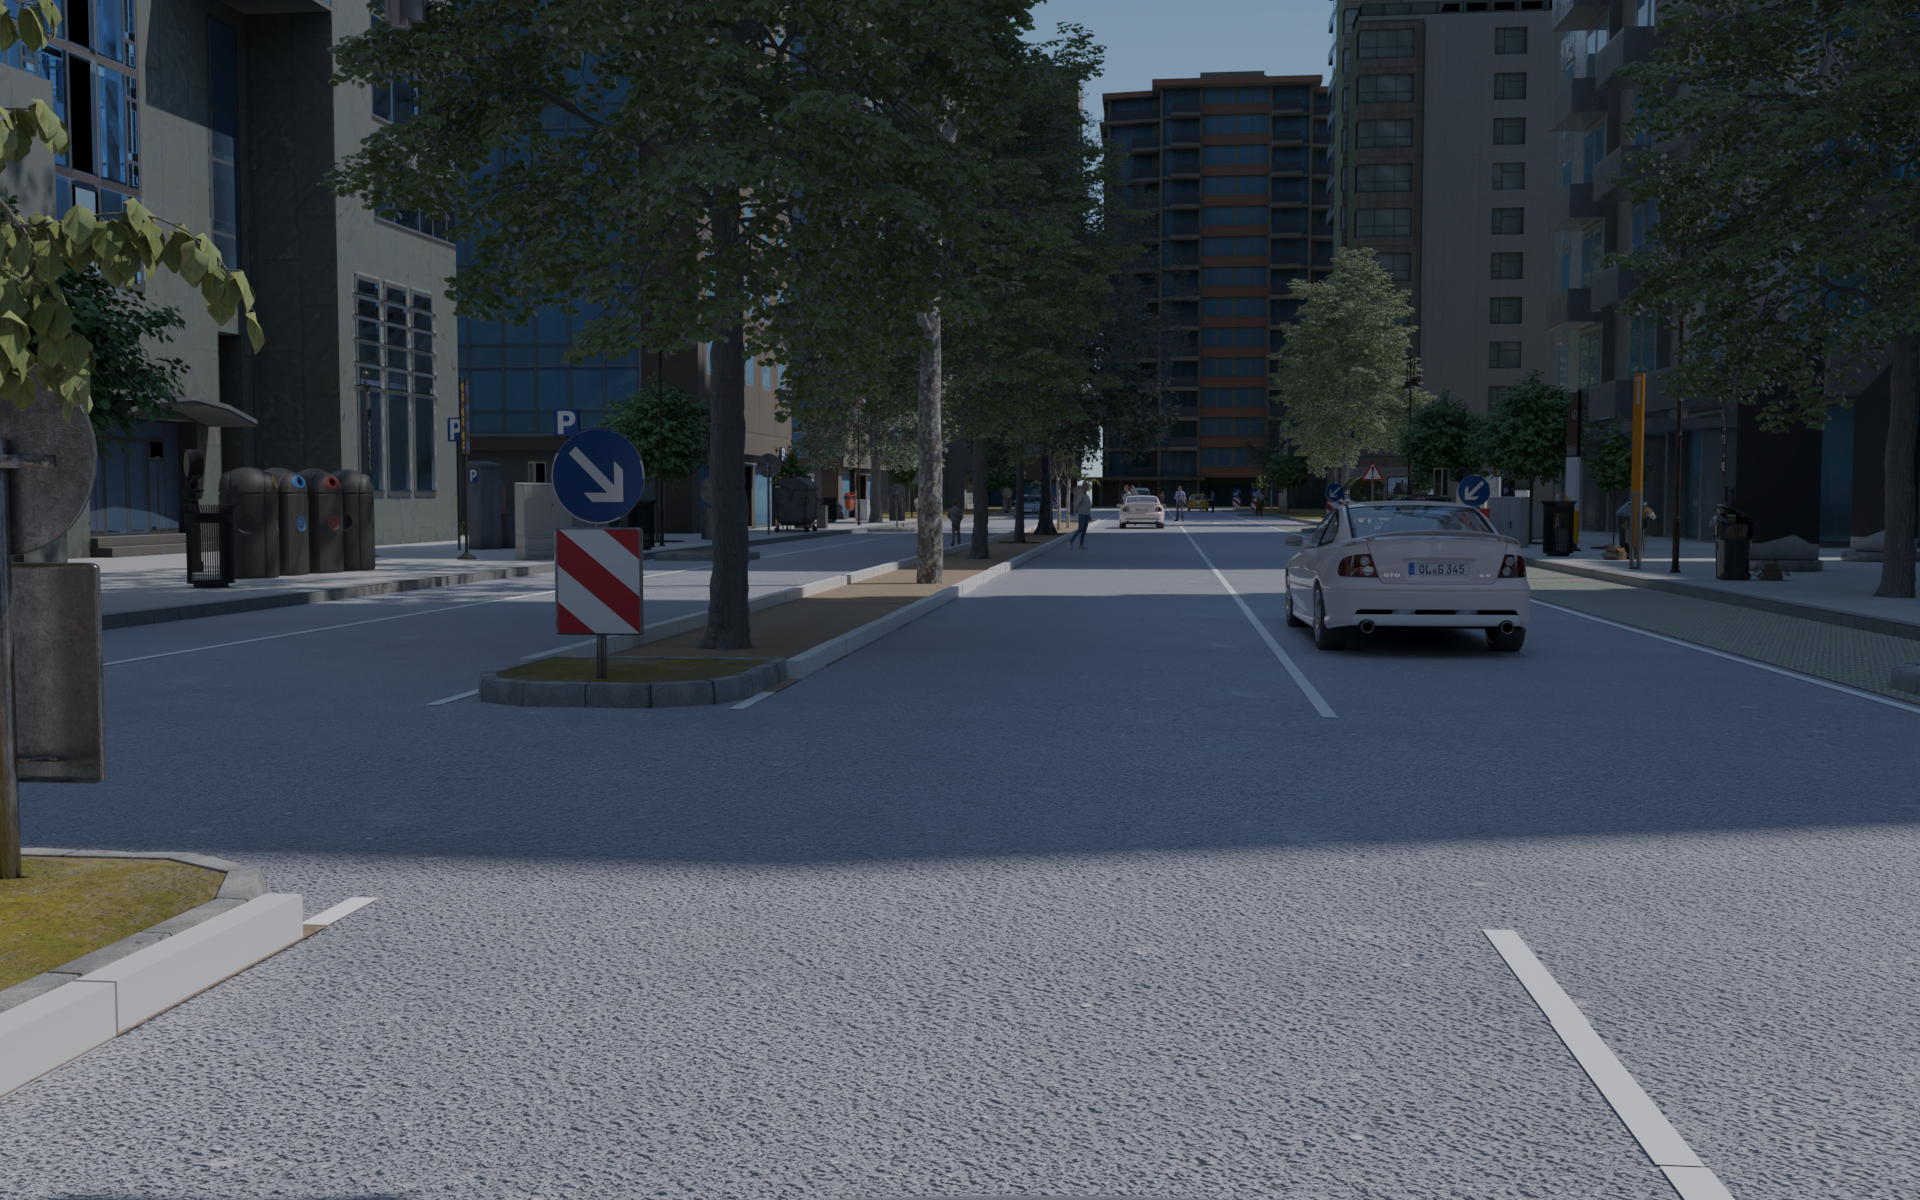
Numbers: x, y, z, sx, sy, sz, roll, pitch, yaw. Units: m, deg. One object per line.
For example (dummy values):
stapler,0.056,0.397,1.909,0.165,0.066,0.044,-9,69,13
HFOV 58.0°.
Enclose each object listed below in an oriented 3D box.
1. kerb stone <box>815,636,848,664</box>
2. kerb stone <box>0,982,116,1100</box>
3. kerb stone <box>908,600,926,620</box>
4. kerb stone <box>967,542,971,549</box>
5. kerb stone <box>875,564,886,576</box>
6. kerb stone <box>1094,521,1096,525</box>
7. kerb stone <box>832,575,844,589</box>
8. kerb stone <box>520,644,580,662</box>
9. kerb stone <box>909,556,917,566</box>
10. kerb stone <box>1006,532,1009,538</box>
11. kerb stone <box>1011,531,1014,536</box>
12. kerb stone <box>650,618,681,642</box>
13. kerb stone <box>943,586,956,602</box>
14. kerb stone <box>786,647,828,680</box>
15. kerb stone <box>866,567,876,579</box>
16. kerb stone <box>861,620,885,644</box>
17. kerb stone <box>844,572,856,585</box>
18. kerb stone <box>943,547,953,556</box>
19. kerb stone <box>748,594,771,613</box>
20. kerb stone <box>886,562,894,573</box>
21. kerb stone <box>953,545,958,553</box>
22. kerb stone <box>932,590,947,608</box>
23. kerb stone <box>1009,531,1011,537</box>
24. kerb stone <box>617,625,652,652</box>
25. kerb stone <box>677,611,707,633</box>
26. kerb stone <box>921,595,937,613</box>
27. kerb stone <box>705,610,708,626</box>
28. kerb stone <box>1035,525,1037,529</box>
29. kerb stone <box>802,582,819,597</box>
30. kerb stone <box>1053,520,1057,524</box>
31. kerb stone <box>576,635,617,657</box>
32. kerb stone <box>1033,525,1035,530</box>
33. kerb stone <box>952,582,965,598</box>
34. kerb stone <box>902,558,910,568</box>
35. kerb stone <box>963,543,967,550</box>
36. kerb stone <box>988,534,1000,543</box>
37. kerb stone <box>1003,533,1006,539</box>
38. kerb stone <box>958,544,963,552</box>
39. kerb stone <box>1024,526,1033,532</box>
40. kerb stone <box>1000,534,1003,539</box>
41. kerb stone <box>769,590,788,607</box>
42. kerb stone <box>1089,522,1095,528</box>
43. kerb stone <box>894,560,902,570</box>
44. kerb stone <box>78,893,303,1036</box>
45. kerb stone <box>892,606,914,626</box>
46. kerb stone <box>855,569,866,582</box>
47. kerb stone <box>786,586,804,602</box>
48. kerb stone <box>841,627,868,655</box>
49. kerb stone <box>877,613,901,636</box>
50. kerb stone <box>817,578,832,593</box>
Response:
kerb stone,-1.128,0.449,14.849,0.120,0.150,1.000,0,4,6
kerb stone,-2.333,1.109,4.058,0.120,0.150,1.000,0,4,6
kerb stone,-0.541,0.138,19.947,0.120,0.150,1.000,0,4,6
kerb stone,0.114,-1.371,44.604,0.120,0.150,1.000,0,4,6
kerb stone,-1.484,-0.496,30.347,0.120,0.150,1.000,0,4,6
kerb stone,5.758,-3.286,75.916,0.120,0.150,1.000,0,4,6
kerb stone,-1.949,-0.250,26.277,0.120,0.150,1.000,0,4,6
kerb stone,-3.328,0.498,14.049,0.120,0.150,1.000,0,4,6
kerb stone,-1.026,-0.747,34.434,0.120,0.150,1.000,0,4,6
kerb stone,1.386,-2.050,55.836,0.120,0.150,1.000,0,4,6
kerb stone,1.610,-2.179,57.868,0.120,0.150,1.000,0,4,6
kerb stone,-2.979,0.311,17.118,0.120,0.150,1.000,0,4,6
kerb stone,-0.205,-0.049,22.995,0.120,0.150,1.000,0,4,6
kerb stone,-1.230,0.512,13.831,0.120,0.150,1.000,0,4,6
kerb stone,-1.601,-0.436,29.331,0.120,0.150,1.000,0,4,6
kerb stone,-0.892,0.327,16.881,0.120,0.150,1.000,0,4,6
kerb stone,-1.828,-0.312,27.294,0.120,0.150,1.000,0,4,6
kerb stone,-0.341,-1.120,40.540,0.120,0.150,1.000,0,4,6
kerb stone,-2.520,0.063,21.197,0.120,0.150,1.000,0,4,6
kerb stone,-1.368,-0.561,31.369,0.120,0.150,1.000,0,4,6
kerb stone,-0.223,-1.184,41.556,0.120,0.150,1.000,0,4,6
kerb stone,-0.313,0.013,21.978,0.120,0.150,1.000,0,4,6
kerb stone,1.505,-2.120,56.851,0.120,0.150,1.000,0,4,6
kerb stone,-3.094,0.373,16.094,0.120,0.150,1.000,0,4,6
kerb stone,-2.862,0.248,18.134,0.120,0.150,1.000,0,4,6
kerb stone,-0.432,0.075,20.963,0.120,0.150,1.000,0,4,6
kerb stone,-2.744,0.186,19.152,0.120,0.150,1.000,0,4,6
kerb stone,2.878,-2.867,69.078,0.120,0.150,1.000,0,4,6
kerb stone,-2.168,-0.125,24.244,0.120,0.150,1.000,0,4,6
kerb stone,4.825,-3.924,86.378,0.120,0.150,1.000,0,4,6
kerb stone,-3.216,0.437,15.066,0.120,0.150,1.000,0,4,6
kerb stone,2.769,-2.805,68.059,0.120,0.150,1.000,0,4,6
kerb stone,-0.087,-0.109,24.011,0.120,0.150,1.000,0,4,6
kerb stone,-1.136,-0.686,33.417,0.120,0.150,1.000,0,4,6
kerb stone,0.004,-1.308,43.587,0.120,0.150,1.000,0,4,6
kerb stone,1.040,-1.870,52.777,0.120,0.150,1.000,0,4,6
kerb stone,1.274,-1.995,54.809,0.120,0.150,1.000,0,4,6
kerb stone,-0.108,-1.244,42.571,0.120,0.150,1.000,0,4,6
kerb stone,2.648,-2.743,67.042,0.120,0.150,1.000,0,4,6
kerb stone,1.154,-1.933,53.793,0.120,0.150,1.000,0,4,6
kerb stone,-2.408,-0.001,22.214,0.120,0.150,1.000,0,4,6
kerb stone,5.645,-3.224,74.900,0.120,0.150,1.000,0,4,6
kerb stone,-1.263,-0.620,32.398,0.120,0.150,1.000,0,4,6
kerb stone,-2.227,1.049,5.075,0.120,0.150,1.000,0,4,6
kerb stone,-0.664,0.201,18.932,0.120,0.150,1.000,0,4,6
kerb stone,-1.715,-0.374,28.315,0.120,0.150,1.000,0,4,6
kerb stone,-2.286,-0.063,23.228,0.120,0.150,1.000,0,4,6
kerb stone,-1.007,0.389,15.864,0.120,0.150,1.000,0,4,6
kerb stone,-0.771,0.266,17.907,0.120,0.150,1.000,0,4,6
kerb stone,-2.059,-0.187,25.260,0.120,0.150,1.000,0,4,6
